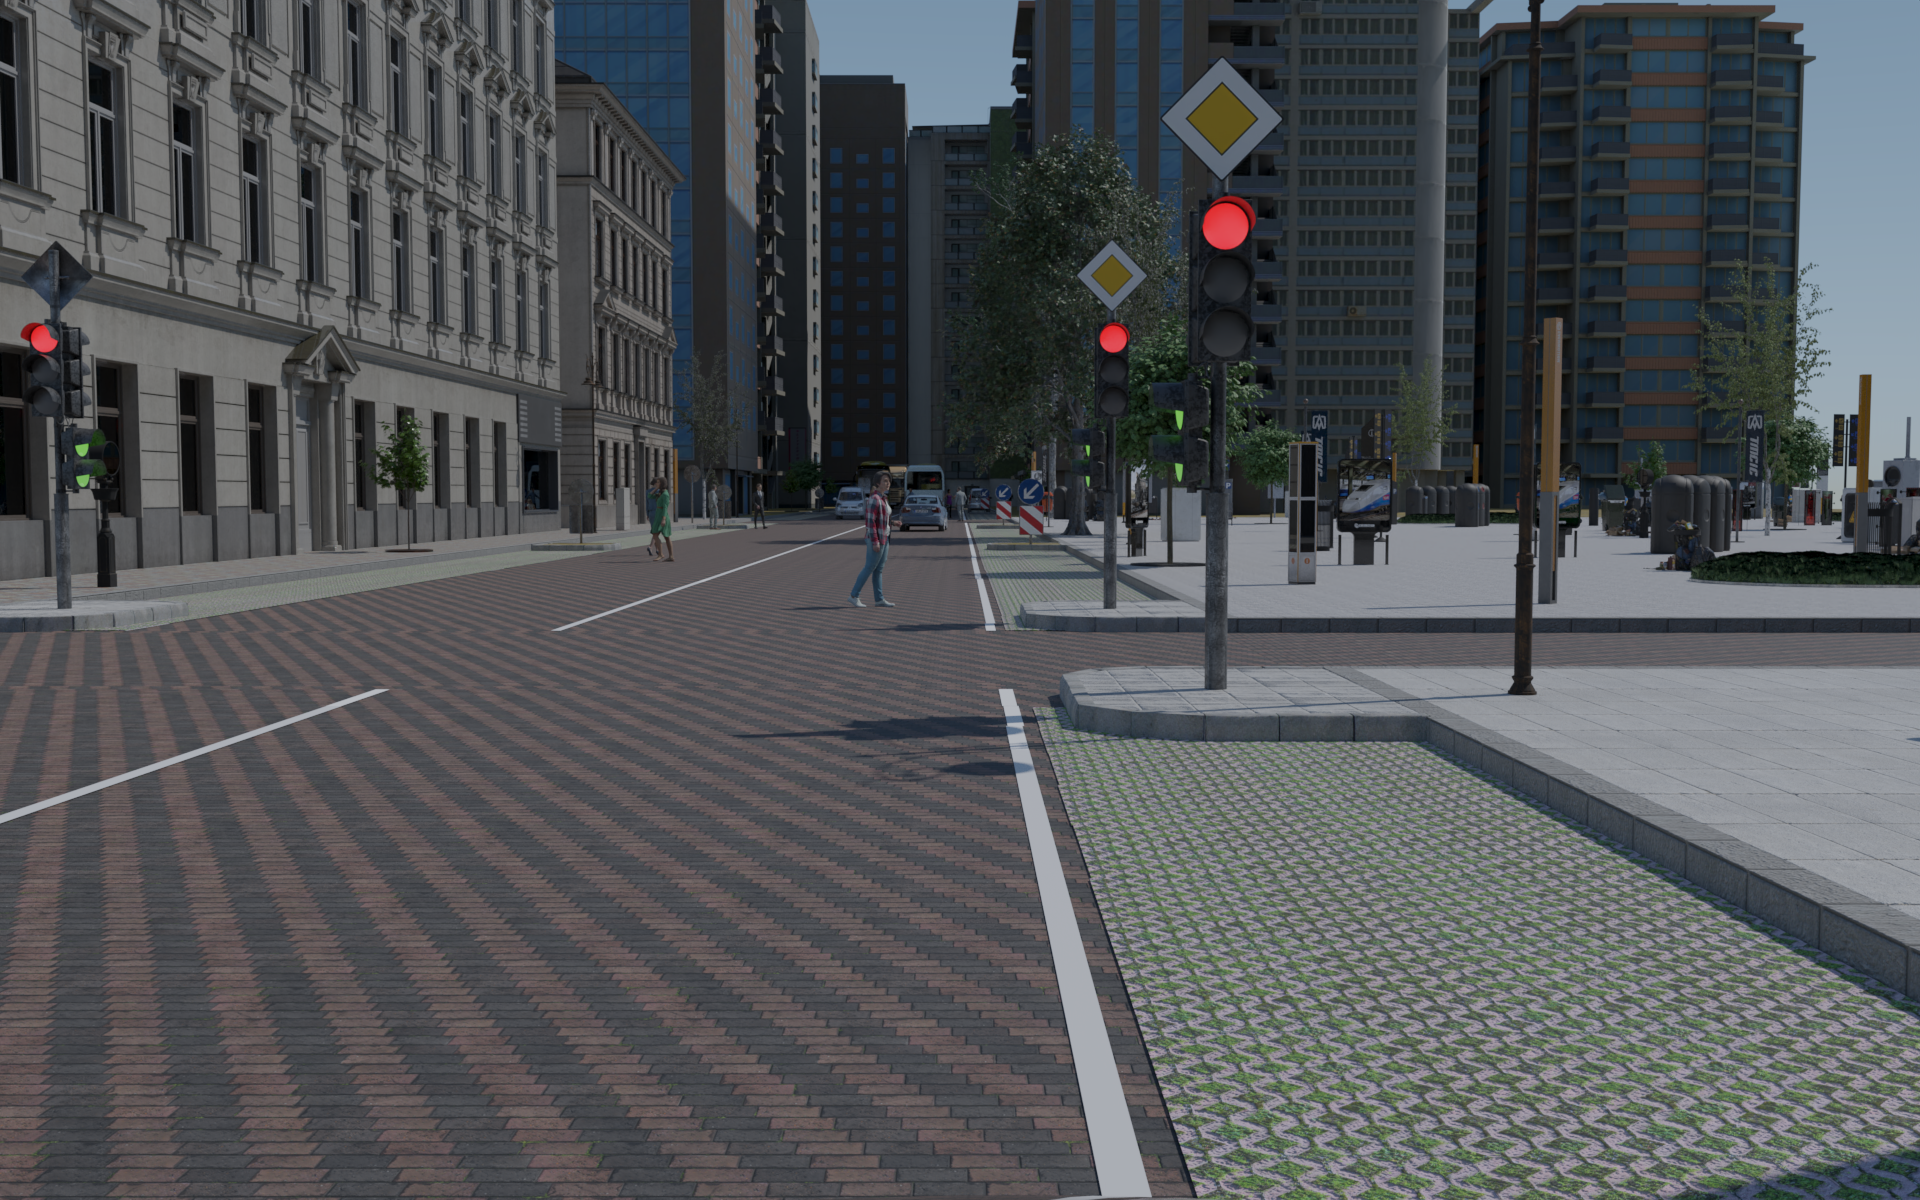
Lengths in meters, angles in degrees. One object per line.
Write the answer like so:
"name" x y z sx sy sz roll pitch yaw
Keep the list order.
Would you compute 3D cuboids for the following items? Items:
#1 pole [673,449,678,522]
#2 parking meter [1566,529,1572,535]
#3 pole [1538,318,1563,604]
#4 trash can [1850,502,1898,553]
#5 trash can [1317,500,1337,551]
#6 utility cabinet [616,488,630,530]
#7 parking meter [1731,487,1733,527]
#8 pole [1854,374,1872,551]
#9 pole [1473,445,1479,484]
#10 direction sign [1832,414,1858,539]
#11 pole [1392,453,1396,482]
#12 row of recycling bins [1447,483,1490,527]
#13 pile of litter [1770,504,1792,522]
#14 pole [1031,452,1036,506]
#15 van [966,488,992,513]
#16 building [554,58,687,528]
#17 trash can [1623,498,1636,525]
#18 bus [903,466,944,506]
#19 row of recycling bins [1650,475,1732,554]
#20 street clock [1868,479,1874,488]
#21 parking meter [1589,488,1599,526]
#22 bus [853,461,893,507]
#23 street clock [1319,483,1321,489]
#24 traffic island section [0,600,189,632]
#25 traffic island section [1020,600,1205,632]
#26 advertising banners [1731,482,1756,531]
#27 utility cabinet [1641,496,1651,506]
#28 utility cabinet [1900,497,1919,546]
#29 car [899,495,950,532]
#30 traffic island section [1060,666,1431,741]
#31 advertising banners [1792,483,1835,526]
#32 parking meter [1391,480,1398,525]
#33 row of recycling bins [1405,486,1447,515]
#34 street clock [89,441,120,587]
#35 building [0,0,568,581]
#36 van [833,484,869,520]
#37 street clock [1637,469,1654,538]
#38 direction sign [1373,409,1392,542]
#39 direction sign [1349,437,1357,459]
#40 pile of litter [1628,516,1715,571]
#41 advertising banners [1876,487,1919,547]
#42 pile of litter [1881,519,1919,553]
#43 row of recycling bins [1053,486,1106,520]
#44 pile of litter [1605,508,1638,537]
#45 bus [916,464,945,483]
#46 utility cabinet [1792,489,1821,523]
"pole" -12.867 -5.165 78.294 0.158 3.312 0.155 0 3 0
"parking meter" 18.896 -2.953 53.991 0.399 1.863 0.255 -2 4 -29
"pole" 6.880 -1.611 20.183 0.158 3.312 0.155 0 3 0
"trash can" 16.132 -1.159 30.610 0.748 1.137 0.748 0 3 0
"trash can" 8.123 -1.678 39.085 0.748 1.137 0.748 0 3 0
"utility cabinet" -11.951 -3.221 61.341 0.318 1.500 1.173 0 4 -1
"parking meter" 24.829 -2.920 56.156 0.372 1.533 0.369 0 3 0
"pole" 15.415 -2.186 29.581 0.158 3.312 0.155 0 3 0
"pole" 21.282 -4.750 71.513 0.158 3.312 0.155 0 3 0
"direction sign" 25.104 -3.493 49.103 0.876 3.537 0.379 -1 4 -13
"pole" 21.479 -5.618 85.692 0.158 3.312 0.155 0 3 0
"row of recycling bins" 20.188 -3.744 68.325 1.069 1.692 3.534 2 4 26
"pile of litter" 37.670 -3.975 78.962 1.176 0.858 1.719 0 4 2
"pole" 3.545 -5.477 83.385 0.158 3.312 0.155 0 3 0
"van" 1.414 -7.500 129.637 2.013 2.044 4.112 0 4 -1
"building" -18.266 -12.755 73.169 10.561 19.102 19.286 0 3 0
"trash can" 23.693 -3.065 61.764 0.748 1.137 0.748 0 3 0
"bus" -2.457 -7.538 118.109 2.948 3.499 13.247 0 4 -1
"row of recycling bins" 16.189 -1.901 38.194 1.069 1.692 3.534 3 5 40
"street clock" 44.339 -4.893 84.577 0.471 2.002 0.358 3 5 44
"parking meter" 25.558 -3.756 69.827 0.372 1.533 0.369 0 3 0
"bus" -6.583 -8.641 132.833 2.896 3.916 12.252 0 4 -2
"street clock" 17.886 -5.039 86.963 0.471 2.002 0.358 1 4 19
"traffic island section" -10.041 0.177 19.393 2.009 0.180 2.903 0 3 0
"traffic island section" 1.701 0.176 19.395 2.009 0.180 2.903 0 3 0
"advertising banners" 26.784 -3.881 59.649 0.090 3.025 2.074 -1 4 -14
"utility cabinet" 27.689 -3.589 69.849 0.306 1.237 1.020 1 4 11
"utility cabinet" 22.045 -1.762 39.971 1.020 1.237 0.306 -3 4 -37
"car" -1.418 -3.400 67.597 2.014 1.417 4.499 0 4 1
"traffic island section" 1.706 0.665 11.410 2.009 0.180 2.903 0 3 0
"advertising banners" 34.719 -4.553 70.632 2.074 3.025 0.090 0 4 -8
"parking meter" 18.129 -4.090 72.587 0.399 1.863 0.255 -3 4 -36
"row of recycling bins" 23.732 -4.876 86.833 3.534 1.692 1.069 -2 4 -35
"street clock" -11.758 -1.178 23.823 0.358 2.002 0.471 0 4 2
"building" -21.958 -16.194 41.189 17.030 29.872 44.131 0 3 0
"van" -6.184 -5.607 98.687 2.013 2.044 4.112 0 4 -1
"street clock" 19.889 -2.798 50.310 0.358 2.002 0.471 -1 4 -19
"direction sign" 11.274 -3.320 46.286 0.379 3.537 0.876 3 5 44
"direction sign" 15.621 -4.703 68.895 0.379 3.537 0.876 2 4 33
"pile of litter" 12.345 -0.927 29.123 1.176 0.858 1.719 -1 4 -16
"advertising banners" 22.783 -2.761 41.338 0.090 3.025 2.074 -1 4 -20
"pile of litter" 20.436 -1.404 36.920 1.176 0.858 1.719 0 4 1
"row of recycling bins" 6.165 -4.887 87.016 3.534 1.692 1.069 3 5 40
"pile of litter" 20.318 -2.396 53.134 1.719 0.858 1.176 -3 4 -37
"bus" -2.692 -9.020 139.022 2.896 3.916 12.252 0 4 0
"utility cabinet" 37.636 -4.178 76.991 1.173 1.500 0.318 0 4 -7
